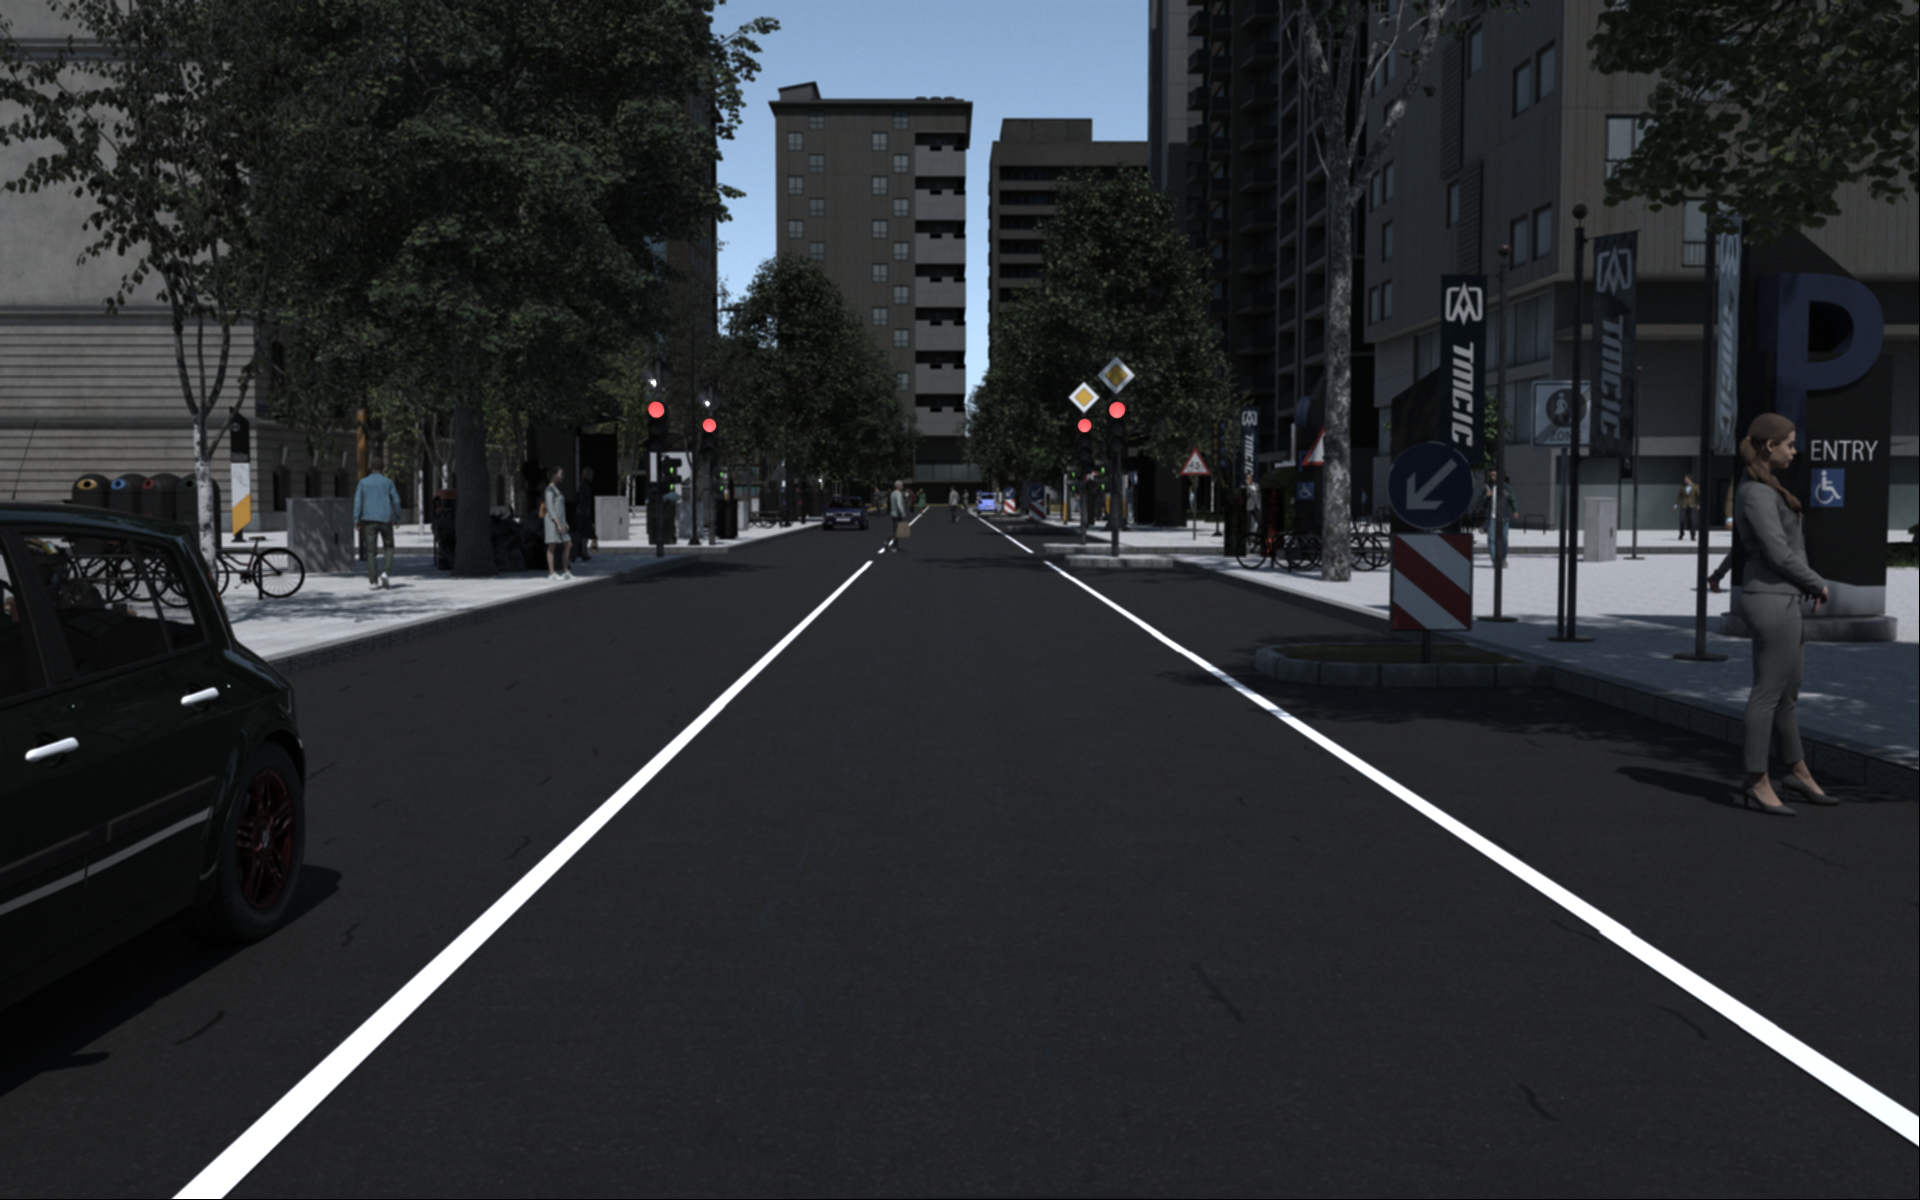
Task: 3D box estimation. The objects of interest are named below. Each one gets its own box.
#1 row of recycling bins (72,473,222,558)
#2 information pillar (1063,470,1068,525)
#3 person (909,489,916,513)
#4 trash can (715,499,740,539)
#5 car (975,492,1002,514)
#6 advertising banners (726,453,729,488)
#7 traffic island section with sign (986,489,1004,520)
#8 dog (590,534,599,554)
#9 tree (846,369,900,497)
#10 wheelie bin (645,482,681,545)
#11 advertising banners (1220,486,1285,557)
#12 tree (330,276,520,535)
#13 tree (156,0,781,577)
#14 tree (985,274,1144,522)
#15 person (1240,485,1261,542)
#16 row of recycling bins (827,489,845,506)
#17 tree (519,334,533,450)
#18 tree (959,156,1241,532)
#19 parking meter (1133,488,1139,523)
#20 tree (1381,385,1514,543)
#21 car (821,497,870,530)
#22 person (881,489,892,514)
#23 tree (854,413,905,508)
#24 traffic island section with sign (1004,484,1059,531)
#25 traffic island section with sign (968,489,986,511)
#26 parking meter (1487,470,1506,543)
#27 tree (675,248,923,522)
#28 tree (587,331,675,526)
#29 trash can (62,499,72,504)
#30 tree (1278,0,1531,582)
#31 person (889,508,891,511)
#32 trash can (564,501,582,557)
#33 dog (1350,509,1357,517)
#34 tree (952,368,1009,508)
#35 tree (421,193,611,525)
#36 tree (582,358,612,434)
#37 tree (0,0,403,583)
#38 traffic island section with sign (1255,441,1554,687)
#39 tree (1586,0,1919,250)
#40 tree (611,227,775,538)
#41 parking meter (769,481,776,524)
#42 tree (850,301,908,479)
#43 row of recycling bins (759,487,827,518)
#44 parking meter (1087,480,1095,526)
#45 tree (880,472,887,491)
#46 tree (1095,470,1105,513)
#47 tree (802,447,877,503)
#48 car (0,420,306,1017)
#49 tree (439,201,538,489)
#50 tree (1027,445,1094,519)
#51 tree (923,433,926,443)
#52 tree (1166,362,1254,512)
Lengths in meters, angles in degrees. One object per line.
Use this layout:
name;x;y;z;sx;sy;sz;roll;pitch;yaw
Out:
row of recycling bins;-16.225;-1.679;34.564;3.534;1.692;1.069;1;4;21
information pillar;4.414;-4.951;72.301;0.183;3.616;0.504;1;4;9
person;-3.613;-7.378;129.060;0.705;1.831;1.348;-2;4;-32
trash can;-6.650;-2.312;49.454;0.748;1.137;0.748;0;3;0
car;2.056;-6.965;123.468;1.945;1.707;3.694;0;4;-1
advertising banners;-10.018;-4.710;73.197;0.090;3.025;2.074;0;4;8
traffic island section with sign;2.579;-5.283;94.999;1.989;1.847;2.006;0;4;-1
dog;-8.502;-1.285;40.291;0.540;0.507;0.406;3;4;38
tree;-8.272;-12.347;127.624;9.928;11.665;9.643;0;3;0
wheelie bin;-7.532;-2.197;43.828;0.980;1.594;0.693;0;4;7
advertising banners;6.328;-2.385;35.178;2.074;3.025;0.090;0;4;1
tree;-16.941;-6.306;53.471;4.737;8.622;4.395;0;3;0
tree;-7.627;-7.344;26.722;9.857;13.997;8.962;0;3;0
tree;5.018;-9.433;79.979;9.928;11.665;9.643;0;3;0
person;7.719;-2.459;46.350;0.694;1.812;0.767;0;4;-1
row of recycling bins;-8.754;-6.137;107.447;3.534;1.692;1.069;-2;4;-33
tree;-18.748;-7.443;72.049;4.737;8.622;4.395;0;3;0
tree;5.248;-8.690;59.092;9.611;12.733;9.660;0;3;0
parking meter;7.825;-4.151;76.272;0.372;1.533;0.369;0;3;0
tree;12.731;-3.767;45.309;4.285;4.588;4.351;0;3;0
car;-4.592;-3.494;69.713;1.945;1.354;3.894;0;4;0
person;-5.015;-7.042;123.781;1.348;1.807;0.705;0;4;6
tree;-8.571;-14.021;163.654;7.601;10.594;8.767;1;4;17
traffic island section with sign;2.859;-3.634;68.045;1.989;1.847;2.006;0;4;-1
traffic island section with sign;1.782;-10.025;172.537;1.989;1.847;2.006;0;4;-1
parking meter;13.270;-2.274;42.887;0.399;1.863;0.255;0;4;1
tree;-8.022;-10.031;81.010;9.611;12.733;9.660;0;3;0
tree;-13.245;-7.244;68.800;4.737;8.622;4.395;0;3;0
trash can;-23.377;-2.093;45.876;0.748;1.137;0.748;0;3;0
tree;6.833;-10.292;24.171;12.611;20.169;13.585;0;3;0
person;-5.954;-8.350;148.281;0.557;1.426;1.065;-2;4;-32
trash can;-7.974;-1.452;35.392;0.748;1.137;0.748;0;3;0
dog;20.136;-4.427;89.211;0.540;0.507;0.406;1;4;9
tree;4.337;-15.242;159.577;12.009;13.543;11.850;0;3;0
tree;-15.452;-8.239;60.470;9.928;11.665;9.643;0;3;0
tree;-18.300;-7.769;77.389;4.360;8.622;3.978;0;3;0
tree;-7.165;-4.027;16.204;4.360;8.622;3.978;0;3;0
traffic island section with sign;3.428;-0.318;13.820;1.989;1.847;2.006;0;4;-1
tree;5.594;-5.488;7.851;7.486;12.596;7.792;0;3;0
tree;-7.135;-5.881;46.522;4.360;8.622;3.978;0;3;0
parking meter;-8.051;-4.198;74.355;0.255;1.863;0.399;-1;4;-19
tree;-8.308;-12.667;113.760;9.857;13.997;8.962;0;3;0
row of recycling bins;-9.269;-5.382;95.111;3.534;1.692;1.069;-1;4;-16
parking meter;5.330;-3.967;70.566;0.255;1.863;0.399;1;4;19
tree;-9.208;-12.405;186.537;4.285;4.588;4.351;0;3;0
tree;9.573;-7.519;117.534;1.663;3.219;1.824;0;3;0
tree;-7.495;-7.172;100.968;4.285;4.588;4.351;0;3;0
car;-3.103;0.340;4.221;2.009;1.686;4.222;0;4;1
tree;-13.165;-5.737;44.168;4.360;8.622;3.978;0;3;0
tree;5.137;-6.419;88.661;4.285;4.588;4.351;0;3;0
tree;-8.295;-15.855;176.242;9.611;12.733;9.660;0;3;0
tree;14.170;-8.870;95.386;4.737;8.622;4.395;0;3;0
